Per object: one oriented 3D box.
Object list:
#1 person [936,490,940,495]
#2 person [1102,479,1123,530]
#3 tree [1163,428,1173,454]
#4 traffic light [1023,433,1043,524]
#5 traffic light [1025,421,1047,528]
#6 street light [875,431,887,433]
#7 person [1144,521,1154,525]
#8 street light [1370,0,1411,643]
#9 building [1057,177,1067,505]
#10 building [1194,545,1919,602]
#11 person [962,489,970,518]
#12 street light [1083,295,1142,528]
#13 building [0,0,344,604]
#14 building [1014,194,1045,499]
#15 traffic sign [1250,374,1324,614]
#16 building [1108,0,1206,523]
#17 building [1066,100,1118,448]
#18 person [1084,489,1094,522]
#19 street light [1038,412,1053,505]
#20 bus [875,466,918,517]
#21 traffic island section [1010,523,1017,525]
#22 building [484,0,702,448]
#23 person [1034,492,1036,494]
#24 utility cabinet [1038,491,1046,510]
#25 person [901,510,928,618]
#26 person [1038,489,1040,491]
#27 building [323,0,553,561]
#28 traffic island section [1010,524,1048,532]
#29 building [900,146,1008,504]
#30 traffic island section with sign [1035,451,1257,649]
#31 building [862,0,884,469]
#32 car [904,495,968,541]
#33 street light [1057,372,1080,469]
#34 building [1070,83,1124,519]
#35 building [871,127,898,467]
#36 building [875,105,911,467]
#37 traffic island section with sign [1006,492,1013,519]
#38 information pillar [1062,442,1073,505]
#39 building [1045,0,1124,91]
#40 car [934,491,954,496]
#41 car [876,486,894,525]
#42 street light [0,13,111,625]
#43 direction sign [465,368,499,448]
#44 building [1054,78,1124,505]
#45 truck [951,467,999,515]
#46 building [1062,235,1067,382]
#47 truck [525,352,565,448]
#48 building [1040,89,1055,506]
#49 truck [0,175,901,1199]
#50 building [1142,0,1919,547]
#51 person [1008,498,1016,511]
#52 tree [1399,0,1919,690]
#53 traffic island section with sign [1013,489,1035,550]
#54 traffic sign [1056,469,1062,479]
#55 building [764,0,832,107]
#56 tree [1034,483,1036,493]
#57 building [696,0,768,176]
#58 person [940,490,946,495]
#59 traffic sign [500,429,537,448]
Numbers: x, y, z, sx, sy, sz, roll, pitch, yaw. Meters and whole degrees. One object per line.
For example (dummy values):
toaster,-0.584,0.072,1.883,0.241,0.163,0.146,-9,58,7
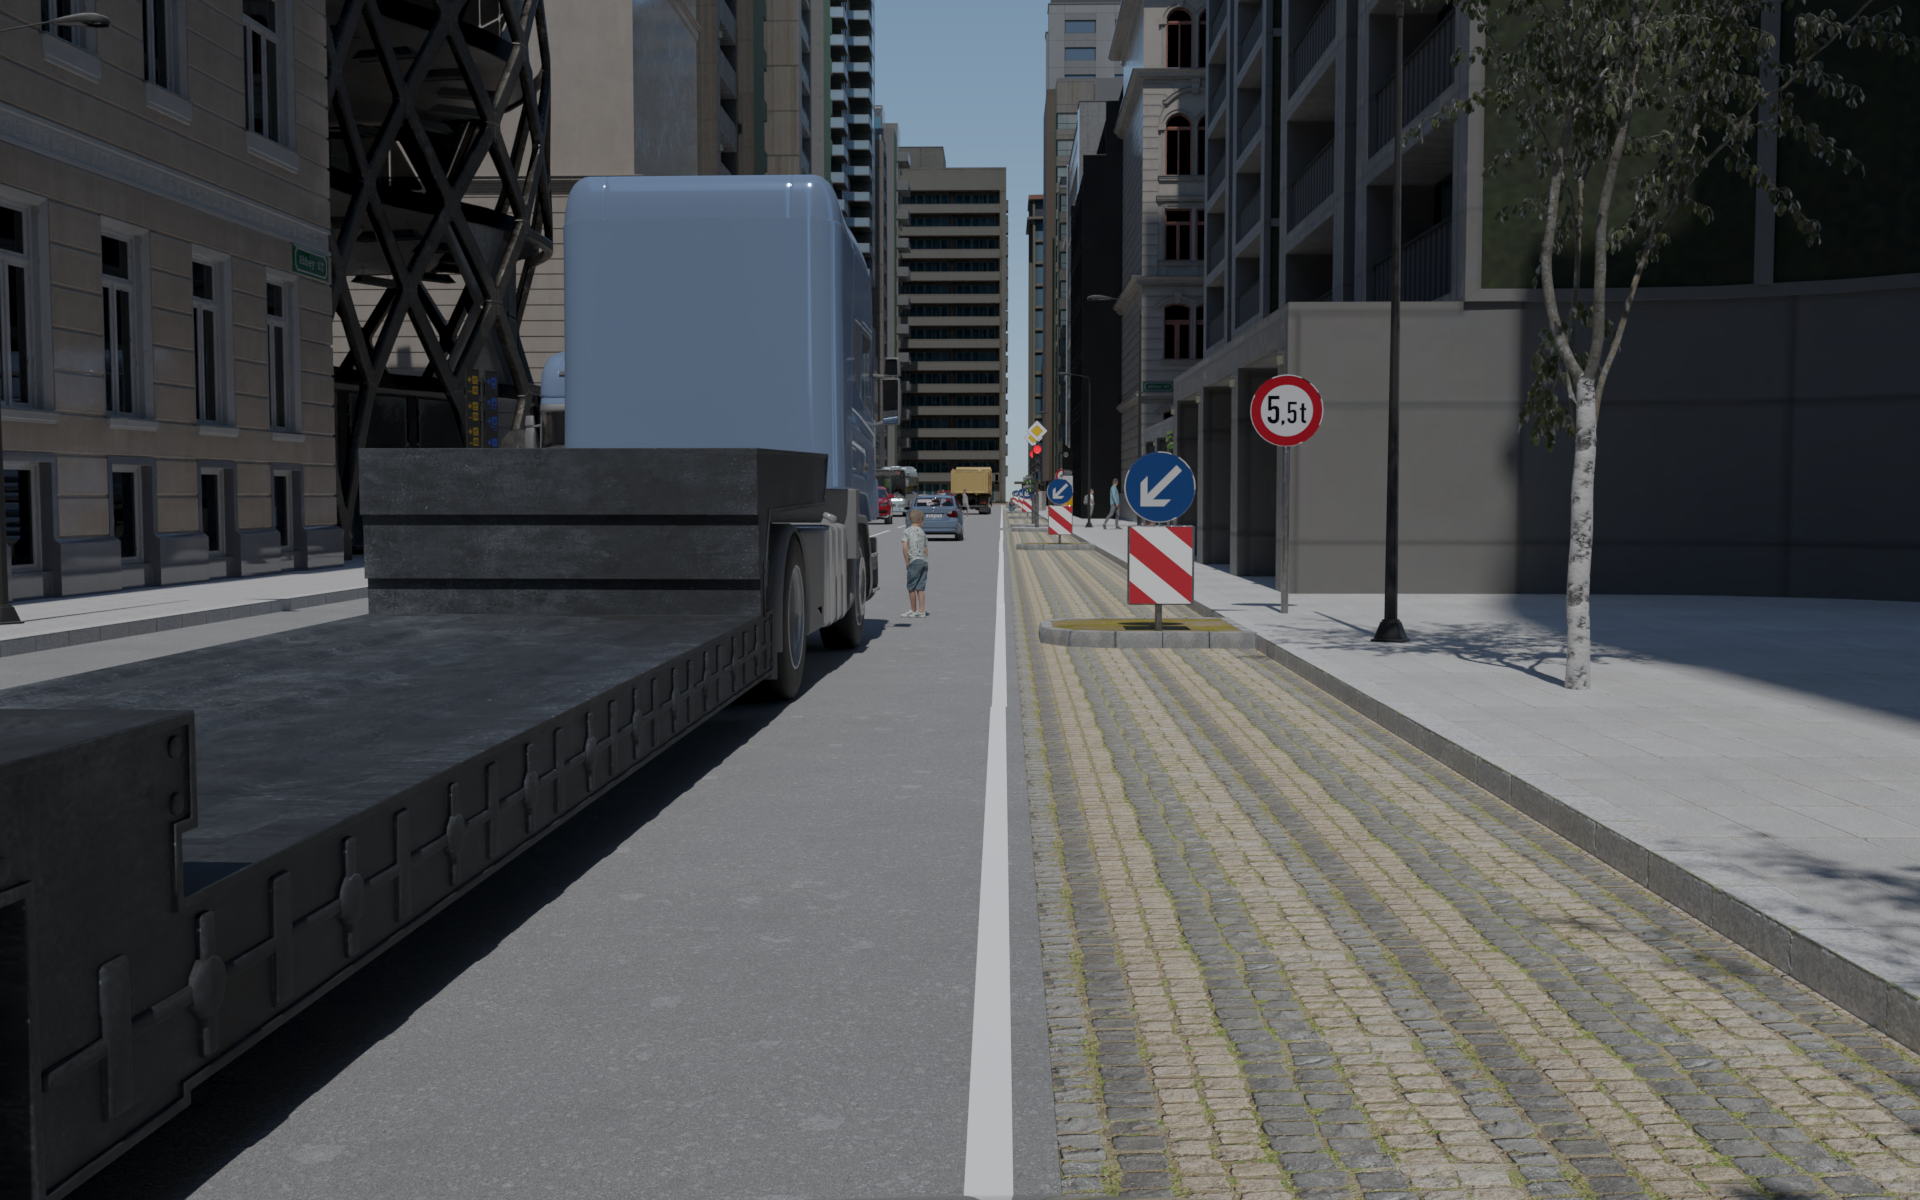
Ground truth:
person,-2.188,-10.232,175.771,1.348,1.826,0.705,3,4,39
person,5.541,-3.477,62.760,0.748,1.841,0.638,1,4,20
tree,5.479,-2.988,43.448,1.663,3.219,1.824,0,3,0
traffic light,3.122,-5.219,74.252,0.839,4.253,0.868,0,4,1
traffic light,2.927,-4.731,66.269,0.839,4.253,0.868,0,4,1
street light,-6.077,-9.476,127.475,1.470,5.913,1.316,0,4,1
person,5.287,-2.559,48.634,0.760,1.731,0.466,1,4,19
street light,3.211,-2.593,14.934,1.470,5.913,1.316,0,4,1
building,15.978,-23.747,159.966,14.160,30.474,14.107,0,4,1
building,14.491,-35.848,24.374,20.563,71.187,20.611,0,4,1
person,0.282,-5.661,101.811,0.466,1.731,0.760,3,5,44
street light,3.672,-4.161,40.580,1.470,5.913,1.316,0,4,1
building,-17.328,-14.327,20.154,13.634,28.700,20.117,0,4,1
building,22.127,-36.046,243.978,28.867,44.769,22.147,0,4,1
traffic sign,3.489,-1.128,18.544,0.768,2.556,0.104,1,4,10
building,19.140,-17.989,81.503,23.554,28.519,14.401,0,4,1
building,13.396,-18.115,114.206,12.078,24.808,19.932,0,4,1
person,5.906,-4.285,78.703,0.503,1.515,0.523,2,4,34
street light,5.095,-7.645,97.531,1.470,5.913,1.316,0,4,1
bus,-4.406,-7.189,112.404,2.948,3.499,13.247,0,4,2
traffic island section,3.162,-3.186,74.365,2.009,0.180,2.903,0,4,1
building,-22.054,-16.054,59.752,25.104,27.353,12.463,0,4,1
person,8.726,-11.634,197.194,0.756,1.711,0.436,2,4,30
utility cabinet,6.368,-7.695,134.498,0.318,1.500,1.173,1,4,19
person,-0.531,-0.421,20.069,0.332,1.250,0.352,0,4,4
person,7.863,-10.165,172.250,1.348,1.824,0.705,3,5,42
building,-18.156,-10.493,39.011,16.820,18.784,16.811,0,4,1
traffic island section,2.967,-2.697,66.382,2.009,0.180,2.903,0,4,1
building,-4.030,-37.949,244.159,21.600,48.544,21.300,0,4,1
traffic island section with sign,1.774,-0.506,16.902,1.989,1.847,2.006,0,4,1
building,-18.156,-52.101,164.515,22.319,86.520,31.000,0,4,1
car,-0.773,-2.583,54.237,2.014,1.417,4.499,0,4,1
street light,4.405,-5.730,66.220,1.470,5.913,1.316,0,4,1
building,12.619,-16.314,96.413,12.332,23.373,15.834,0,4,1
building,-14.249,-30.870,188.310,14.154,41.232,14.086,0,4,1
building,-21.512,-36.285,212.861,30.456,49.044,23.786,0,4,1
traffic island section with sign,3.798,-5.579,99.839,1.989,1.847,2.006,0,4,1
information pillar,4.855,-5.328,78.473,0.504,3.616,0.183,-1,4,-19
building,20.798,-40.799,209.070,21.231,58.520,28.212,0,4,1
car,-1.835,-11.662,199.345,2.281,1.827,5.304,0,4,3
car,-4.283,-4.548,83.040,2.281,1.827,5.304,0,4,-1
street light,-8.906,-2.713,16.907,1.470,5.913,1.316,0,4,1
direction sign,-8.729,-2.428,31.700,0.379,3.537,0.876,1,4,23
building,16.440,-29.976,173.701,14.154,41.232,14.086,0,4,1
truck,0.907,-7.800,123.451,3.469,3.379,9.791,0,4,3
building,14.652,-20.753,136.581,12.463,27.353,25.104,0,4,1
truck,-5.831,-2.951,38.008,2.967,4.110,18.799,0,4,1
building,16.077,-32.900,188.028,14.600,45.320,14.200,0,4,1
truck,-2.495,-1.173,8.930,2.967,4.110,18.799,0,4,3
building,16.890,-37.592,52.881,20.563,71.187,20.611,0,4,1
person,4.145,-7.399,134.977,0.738,1.151,1.012,1,4,21
tree,4.309,-3.722,11.218,4.360,8.622,3.978,0,3,0
traffic island section with sign,2.448,-2.204,44.658,1.989,1.847,2.006,0,4,1
traffic sign,5.128,-5.254,86.014,0.768,2.556,0.104,1,4,9
building,-15.275,-25.673,103.356,14.154,41.232,14.086,0,4,1
tree,8.813,-13.162,209.800,1.663,3.219,1.824,0,3,0
building,-16.983,-18.958,81.664,14.160,30.474,14.107,0,4,1
person,-1.449,-8.315,144.548,0.616,1.811,0.778,0,4,4
traffic sign,-8.637,-2.066,33.884,0.768,2.556,0.104,1,4,10
